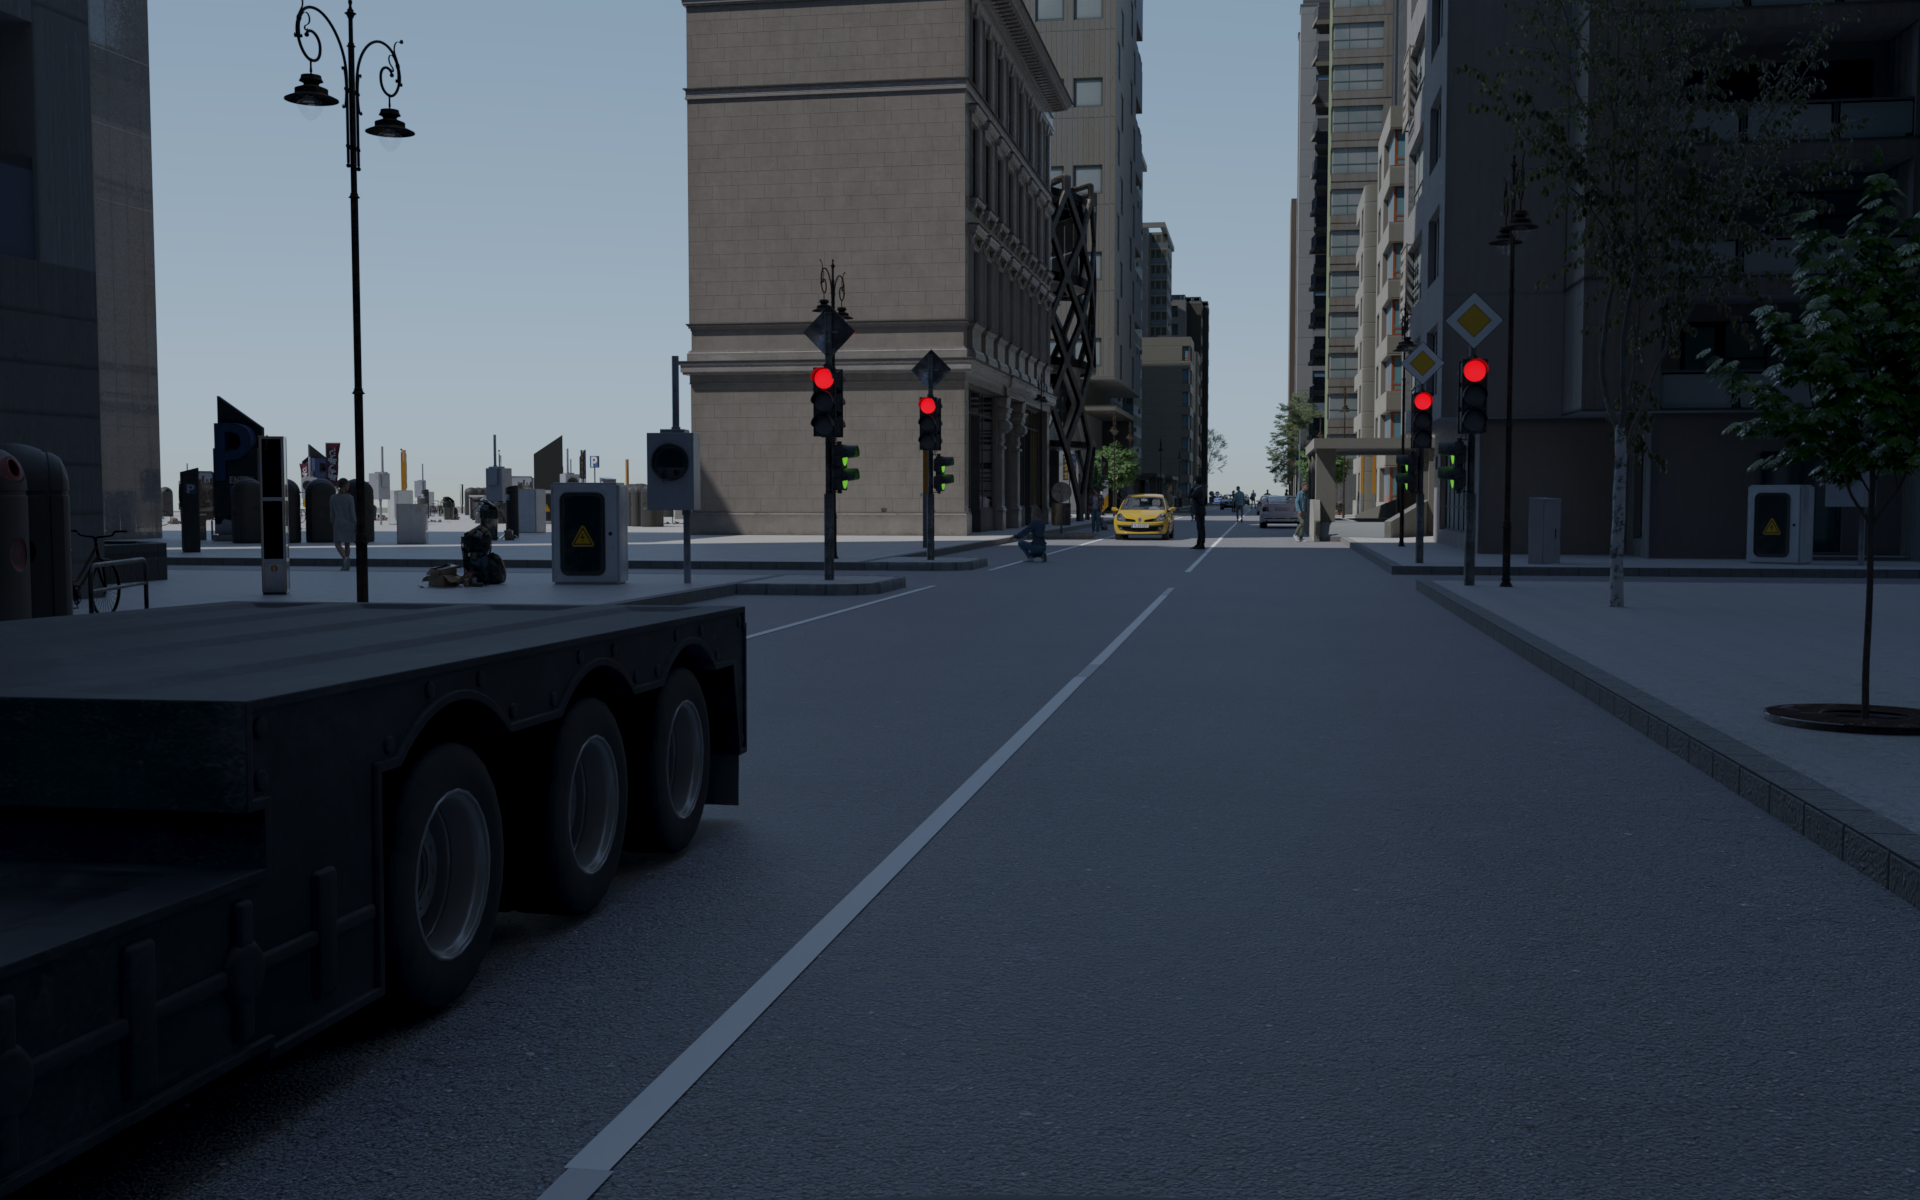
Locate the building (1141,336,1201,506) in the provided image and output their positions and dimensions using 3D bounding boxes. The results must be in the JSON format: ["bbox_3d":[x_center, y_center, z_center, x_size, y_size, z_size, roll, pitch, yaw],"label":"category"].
[{"bbox_3d":[14.208,-22.141,207.037,27.650,21.520,28.899,1,4,10],"label":"building"}]

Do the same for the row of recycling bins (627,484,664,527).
[{"bbox_3d":[-12.651,-3.766,68.691,1.069,1.692,3.534,-2,4,-27],"label":"row of recycling bins"}]

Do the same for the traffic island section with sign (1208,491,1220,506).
[{"bbox_3d":[31.100,-12.540,213.653,1.989,1.847,2.006,1,4,10],"label":"traffic island section with sign"}]

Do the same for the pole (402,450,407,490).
[{"bbox_3d":[-25.645,-5.267,79.951,0.158,3.312,0.155,0,3,0],"label":"pole"}]

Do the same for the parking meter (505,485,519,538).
[{"bbox_3d":[-13.043,-2.570,50.434,0.372,1.533,0.369,0,3,0],"label":"parking meter"}]

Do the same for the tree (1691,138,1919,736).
[{"bbox_3d":[4.931,-0.918,9.607,1.663,3.219,1.824,0,3,0],"label":"tree"}]

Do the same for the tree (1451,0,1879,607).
[{"bbox_3d":[7.710,-4.224,19.425,4.360,8.622,3.978,0,3,0],"label":"tree"}]

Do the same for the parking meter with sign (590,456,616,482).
[{"bbox_3d":[-16.148,-5.097,79.591,0.543,3.016,1.738,3,4,36],"label":"parking meter with sign"}]

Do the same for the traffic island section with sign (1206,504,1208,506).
[{"bbox_3d":[21.371,-9.162,158.433,1.989,1.847,2.006,1,4,10],"label":"traffic island section with sign"}]

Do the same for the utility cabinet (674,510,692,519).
[{"bbox_3d":[-13.871,-4.826,87.587,1.173,1.500,0.318,-1,4,-21],"label":"utility cabinet"}]

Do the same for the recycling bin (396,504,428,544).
[{"bbox_3d":[-14.195,-1.978,44.899,0.722,1.027,0.722,-1,4,-11],"label":"recycling bin"}]

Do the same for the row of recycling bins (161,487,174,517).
[{"bbox_3d":[-46.427,-5.557,97.963,3.534,1.692,1.069,-1,4,-21],"label":"row of recycling bins"}]

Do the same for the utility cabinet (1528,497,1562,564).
[{"bbox_3d":[10.811,-1.275,32.001,0.306,1.237,1.020,3,4,36],"label":"utility cabinet"}]

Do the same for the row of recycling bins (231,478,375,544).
[{"bbox_3d":[-17.330,-2.364,45.761,3.534,1.692,1.069,-2,4,-27],"label":"row of recycling bins"}]

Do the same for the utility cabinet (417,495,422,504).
[{"bbox_3d":[-32.032,-5.605,102.808,0.306,1.237,1.020,-1,4,-12],"label":"utility cabinet"}]

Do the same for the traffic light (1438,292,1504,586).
[{"bbox_3d":[7.135,-2.159,24.223,0.839,4.253,0.868,1,4,10],"label":"traffic light"}]

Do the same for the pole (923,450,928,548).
[{"bbox_3d":[-0.788,-2.903,41.308,0.158,3.312,0.155,0,3,0],"label":"pole"}]

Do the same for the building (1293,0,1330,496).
[{"bbox_3d":[51.011,-40.719,207.746,21.231,58.520,28.212,1,4,10],"label":"building"}]

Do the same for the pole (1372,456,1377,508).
[{"bbox_3d":[18.725,-5.165,78.290,0.158,3.312,0.155,0,3,0],"label":"pole"}]

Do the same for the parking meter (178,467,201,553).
[{"bbox_3d":[-16.905,-1.974,37.992,0.399,1.863,0.255,-2,4,-32],"label":"parking meter"}]

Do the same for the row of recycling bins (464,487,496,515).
[{"bbox_3d":[-29.326,-6.054,106.101,1.069,1.692,3.534,0,4,7],"label":"row of recycling bins"}]

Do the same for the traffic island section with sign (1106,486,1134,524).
[{"bbox_3d":[8.012,-4.523,82.571,1.989,1.847,2.006,1,4,10],"label":"traffic island section with sign"}]

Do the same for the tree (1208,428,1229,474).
[{"bbox_3d":[37.015,-20.654,263.447,9.928,11.665,9.643,0,3,0],"label":"tree"}]

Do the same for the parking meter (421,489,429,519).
[{"bbox_3d":[-27.910,-5.016,90.418,0.372,1.533,0.369,0,3,0],"label":"parking meter"}]

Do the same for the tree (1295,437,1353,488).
[{"bbox_3d":[20.887,-7.076,99.404,4.285,4.588,4.351,0,3,0],"label":"tree"}]

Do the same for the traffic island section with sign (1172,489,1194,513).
[{"bbox_3d":[16.693,-7.539,131.885,1.989,1.847,2.006,1,4,10],"label":"traffic island section with sign"}]

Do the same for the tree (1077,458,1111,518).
[{"bbox_3d":[7.260,-5.995,92.613,1.663,3.219,1.824,0,3,0],"label":"tree"}]

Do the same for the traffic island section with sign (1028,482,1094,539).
[{"bbox_3d":[3.283,-2.881,55.729,1.989,1.847,2.006,1,4,10],"label":"traffic island section with sign"}]

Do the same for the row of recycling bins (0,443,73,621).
[{"bbox_3d":[-7.468,-0.343,12.718,1.069,1.692,3.534,-1,4,-11],"label":"row of recycling bins"}]

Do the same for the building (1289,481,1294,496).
[{"bbox_3d":[60.969,-33.097,233.011,32.217,40.220,23.993,1,4,10],"label":"building"}]

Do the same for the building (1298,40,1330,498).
[{"bbox_3d":[43.613,-51.912,161.425,22.319,86.520,31.000,1,4,10],"label":"building"}]

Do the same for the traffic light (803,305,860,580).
[{"bbox_3d":[-1.939,-2.256,25.800,0.839,4.253,0.868,1,4,10],"label":"traffic light"}]

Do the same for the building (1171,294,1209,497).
[{"bbox_3d":[28.685,-29.295,250.665,14.160,30.474,14.107,1,4,10],"label":"building"}]

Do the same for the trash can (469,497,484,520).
[{"bbox_3d":[-23.684,-4.475,84.823,0.748,1.137,0.748,0,3,0],"label":"trash can"}]

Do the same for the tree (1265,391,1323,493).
[{"bbox_3d":[37.681,-16.697,191.126,7.486,12.596,7.792,0,3,0],"label":"tree"}]

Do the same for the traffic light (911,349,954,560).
[{"bbox_3d":[-0.554,-2.737,33.665,0.839,4.253,0.868,1,4,10],"label":"traffic light"}]

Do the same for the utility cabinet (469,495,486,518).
[{"bbox_3d":[-26.114,-5.061,93.907,1.020,1.237,0.306,1,4,23],"label":"utility cabinet"}]

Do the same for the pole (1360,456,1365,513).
[{"bbox_3d":[21.489,-6.033,92.482,0.158,3.312,0.155,0,3,0],"label":"pole"}]

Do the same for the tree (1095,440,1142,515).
[{"bbox_3d":[9.421,-7.435,105.276,4.285,4.588,4.351,0,3,0],"label":"tree"}]

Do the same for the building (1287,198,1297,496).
[{"bbox_3d":[55.197,-36.913,253.641,14.600,45.320,14.200,1,4,10],"label":"building"}]

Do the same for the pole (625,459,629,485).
[{"bbox_3d":[-19.459,-6.573,101.315,0.158,3.312,0.155,0,3,0],"label":"pole"}]

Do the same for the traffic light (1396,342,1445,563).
[{"bbox_3d":[8.521,-2.640,32.088,0.839,4.253,0.868,1,4,10],"label":"traffic light"}]
